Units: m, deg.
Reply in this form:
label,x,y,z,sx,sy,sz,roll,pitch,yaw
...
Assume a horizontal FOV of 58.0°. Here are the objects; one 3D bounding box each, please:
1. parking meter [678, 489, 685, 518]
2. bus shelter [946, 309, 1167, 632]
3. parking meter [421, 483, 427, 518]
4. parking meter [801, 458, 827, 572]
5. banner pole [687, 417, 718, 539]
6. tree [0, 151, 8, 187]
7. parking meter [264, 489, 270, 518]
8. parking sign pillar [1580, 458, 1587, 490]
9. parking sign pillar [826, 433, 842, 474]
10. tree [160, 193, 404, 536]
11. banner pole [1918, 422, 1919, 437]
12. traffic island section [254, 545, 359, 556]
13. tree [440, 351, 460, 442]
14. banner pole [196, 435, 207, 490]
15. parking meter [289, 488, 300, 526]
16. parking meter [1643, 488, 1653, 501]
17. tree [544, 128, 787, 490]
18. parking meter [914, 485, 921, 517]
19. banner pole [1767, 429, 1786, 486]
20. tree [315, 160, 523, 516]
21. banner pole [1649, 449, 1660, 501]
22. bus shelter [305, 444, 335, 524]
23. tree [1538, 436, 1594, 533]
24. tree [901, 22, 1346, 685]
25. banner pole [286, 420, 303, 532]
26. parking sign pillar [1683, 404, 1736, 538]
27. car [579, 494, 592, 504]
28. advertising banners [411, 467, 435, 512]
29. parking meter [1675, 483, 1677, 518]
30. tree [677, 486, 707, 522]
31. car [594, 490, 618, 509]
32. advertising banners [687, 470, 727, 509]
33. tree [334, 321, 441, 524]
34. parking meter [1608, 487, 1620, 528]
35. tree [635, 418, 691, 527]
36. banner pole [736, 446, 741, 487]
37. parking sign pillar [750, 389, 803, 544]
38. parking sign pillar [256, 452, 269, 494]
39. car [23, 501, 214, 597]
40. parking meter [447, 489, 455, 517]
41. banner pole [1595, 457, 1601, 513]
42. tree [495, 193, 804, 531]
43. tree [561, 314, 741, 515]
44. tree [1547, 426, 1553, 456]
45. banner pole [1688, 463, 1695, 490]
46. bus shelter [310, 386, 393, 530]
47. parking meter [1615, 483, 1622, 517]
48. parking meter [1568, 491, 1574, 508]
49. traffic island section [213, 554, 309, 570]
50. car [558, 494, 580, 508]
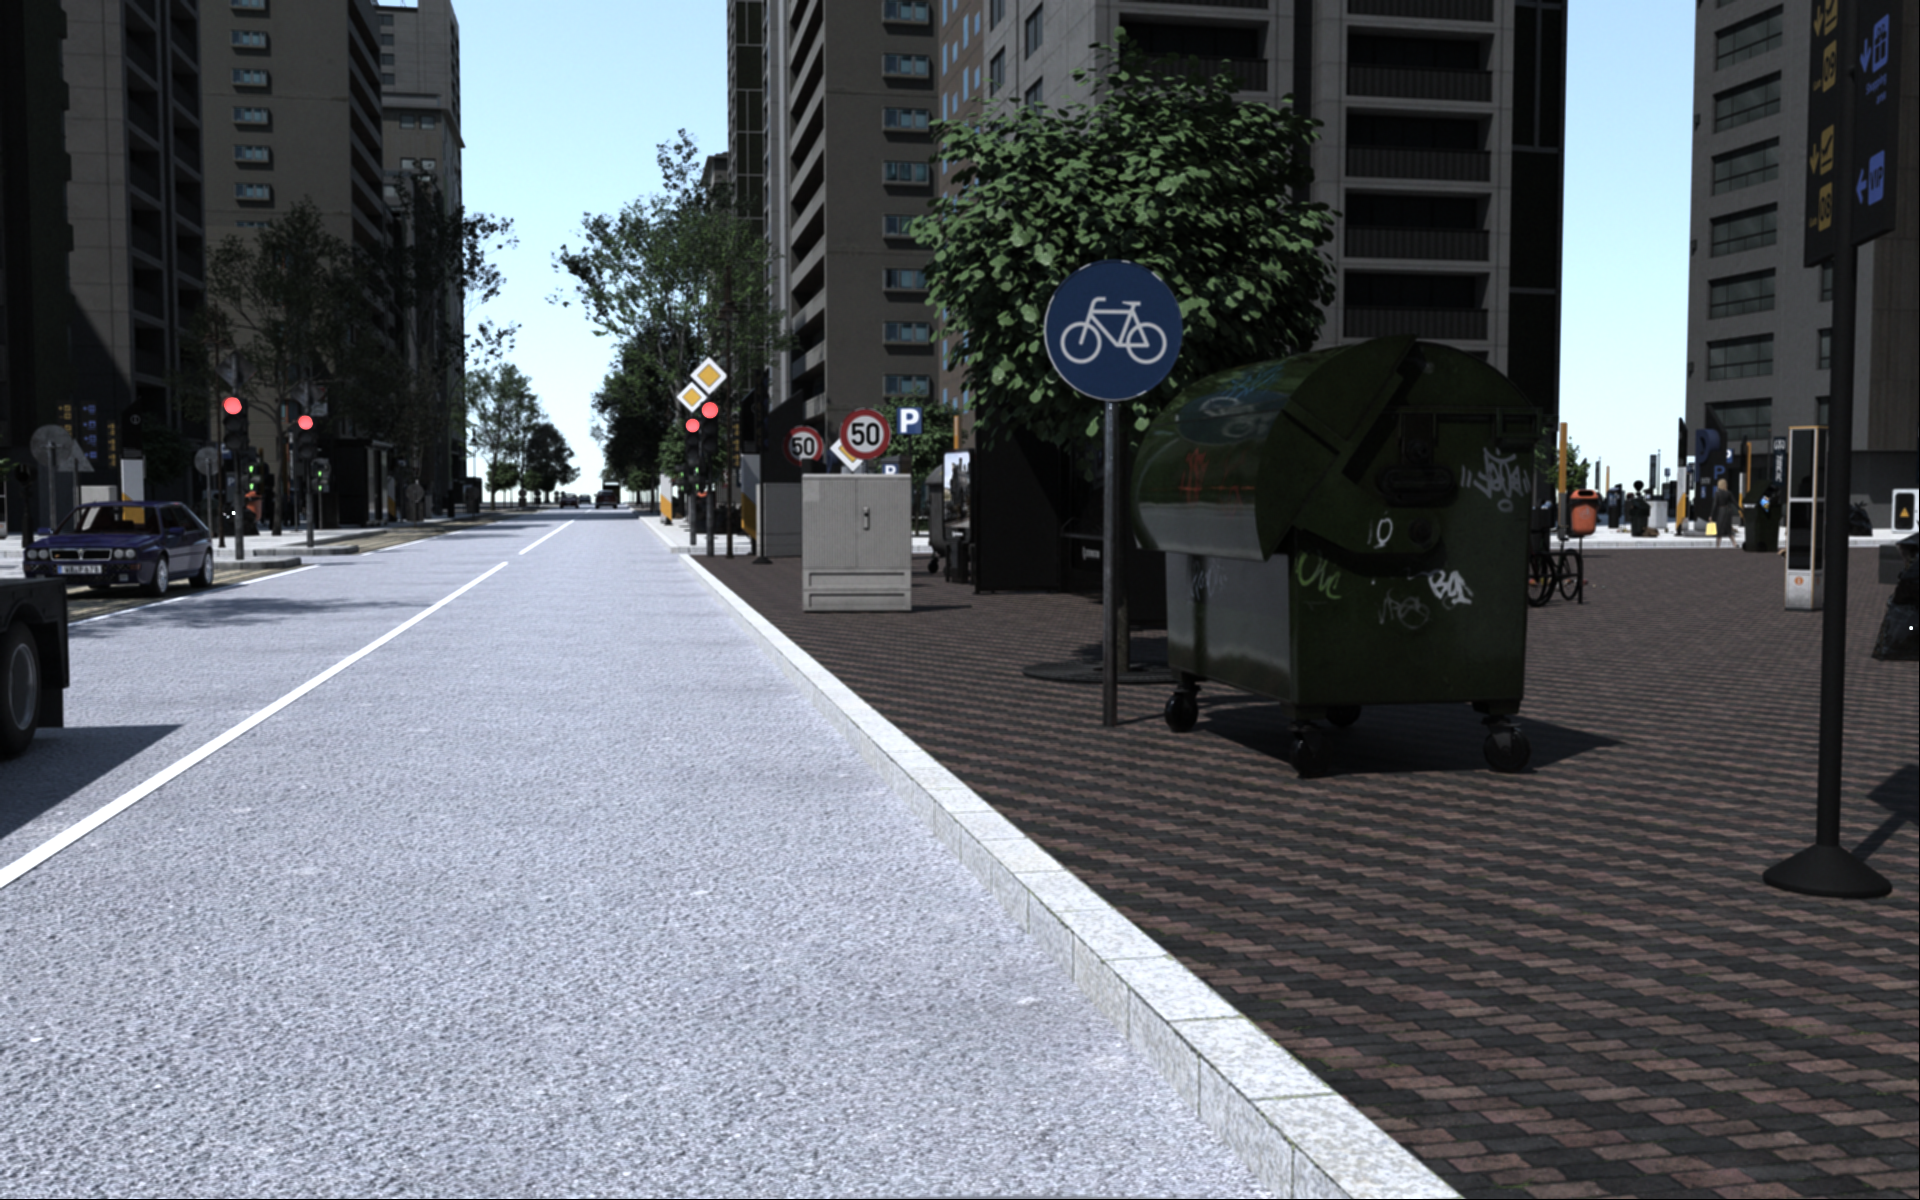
label,x,y,z,sx,sy,sz,roll,pitch,yaw
parking meter,-15.083,-5.225,93.844,0.372,1.533,0.369,0,3,0
bus shelter,1.269,-1.705,19.155,1.731,3.624,6.357,-1,4,-11
parking meter,-29.172,-5.421,94.350,0.255,1.863,0.399,0,4,-5
parking meter,-2.394,-1.395,28.525,0.255,1.863,0.399,3,5,43
banner pole,-7.409,-3.660,49.862,0.863,3.779,0.401,-1,4,-21
tree,-13.419,-5.040,16.820,7.601,10.594,8.767,-3,5,-43
parking meter,-36.149,-5.024,90.547,0.372,1.533,0.369,0,3,0
parking sign pillar,45.831,-8.539,128.083,1.447,3.967,1.447,3,5,45
parking sign pillar,-5.479,-5.339,75.770,1.447,3.967,1.447,-1,4,-16
tree,-20.746,-7.265,53.193,7.601,10.594,8.767,-1,4,-22
banner pole,29.798,-3.873,53.347,0.863,3.779,0.401,-1,4,-13
traffic island section,-15.625,-1.182,41.612,2.009,0.180,2.903,-1,4,-11
tree,-26.013,-8.101,82.821,4.360,8.622,3.978,0,3,0
banner pole,-32.300,-5.127,73.846,0.863,3.779,0.401,2,4,35
parking meter,-26.938,-3.772,70.086,0.372,1.533,0.369,0,3,0
parking meter,25.931,-3.480,65.305,0.372,1.533,0.369,0,3,0
tree,-15.681,-14.467,92.418,12.611,20.169,13.585,0,3,0
parking meter,-2.374,-5.554,96.511,0.255,1.863,0.399,-2,4,-32
banner pole,31.307,-4.682,66.568,0.401,3.779,0.863,-3,5,-45
tree,-31.731,-15.001,101.157,12.611,20.169,13.585,0,3,0
banner pole,38.879,-6.535,96.866,0.863,3.779,0.401,-1,4,-20
bus shelter,-28.246,-5.332,78.469,1.731,3.624,6.357,-1,4,-11
tree,20.098,-3.822,57.097,1.663,3.219,1.824,0,3,0
tree,1.203,-1.748,12.290,4.285,4.588,4.351,0,3,0
banner pole,-22.612,-4.203,58.730,0.401,3.779,0.863,-3,4,-37
parking sign pillar,22.316,-3.854,51.483,1.447,3.967,1.447,0,4,2
car,-54.202,-14.570,250.216,2.014,1.417,4.499,-1,4,-11
advertising banners,-35.051,-7.196,113.839,2.074,3.025,0.090,0,4,5
parking meter,39.214,-5.430,94.484,0.399,1.863,0.255,-3,5,-42
tree,-12.476,-5.242,80.311,1.663,3.219,1.824,0,3,0
car,-34.332,-9.746,168.025,2.281,1.827,5.304,-1,4,-13
advertising banners,-11.316,-5.035,78.507,2.074,3.025,0.090,0,4,2
tree,-24.380,-7.520,73.315,4.360,8.622,3.978,0,3,0
parking meter,24.486,-3.451,64.834,0.372,1.533,0.369,0,3,0
tree,-10.239,-5.128,67.564,4.285,4.588,4.351,0,3,0
banner pole,-9.861,-5.470,79.455,0.863,3.779,0.401,0,4,-3
parking sign pillar,-4.678,-3.419,44.377,1.447,3.967,1.447,-2,4,-34
parking sign pillar,-42.650,-7.175,105.789,1.447,3.967,1.447,0,4,6
car,-12.080,-0.760,25.005,1.945,1.354,3.894,-1,4,-10
parking meter,-27.919,-5.295,94.983,0.372,1.533,0.369,0,3,0
banner pole,42.809,-7.720,116.237,0.401,3.779,0.863,0,4,-4
tree,-9.057,-8.201,59.845,9.928,11.665,9.643,0,3,0
tree,-18.336,-11.666,107.750,9.611,12.733,9.660,0,3,0
tree,16.603,-4.286,53.787,4.285,4.588,4.351,0,3,0
banner pole,50.943,-8.017,121.087,0.401,3.779,0.863,-3,5,-41
bus shelter,-23.568,-5.455,66.825,2.179,5.291,8.768,-1,4,-11
parking meter,36.093,-5.464,95.049,0.399,1.863,0.255,1,4,22
parking meter,28.988,-4.669,82.049,0.255,1.863,0.399,-3,5,-42
traffic island section,-14.066,-0.703,33.780,2.009,0.180,2.903,-1,4,-11
car,-39.801,-10.239,176.448,2.155,1.783,4.494,-1,4,-10
